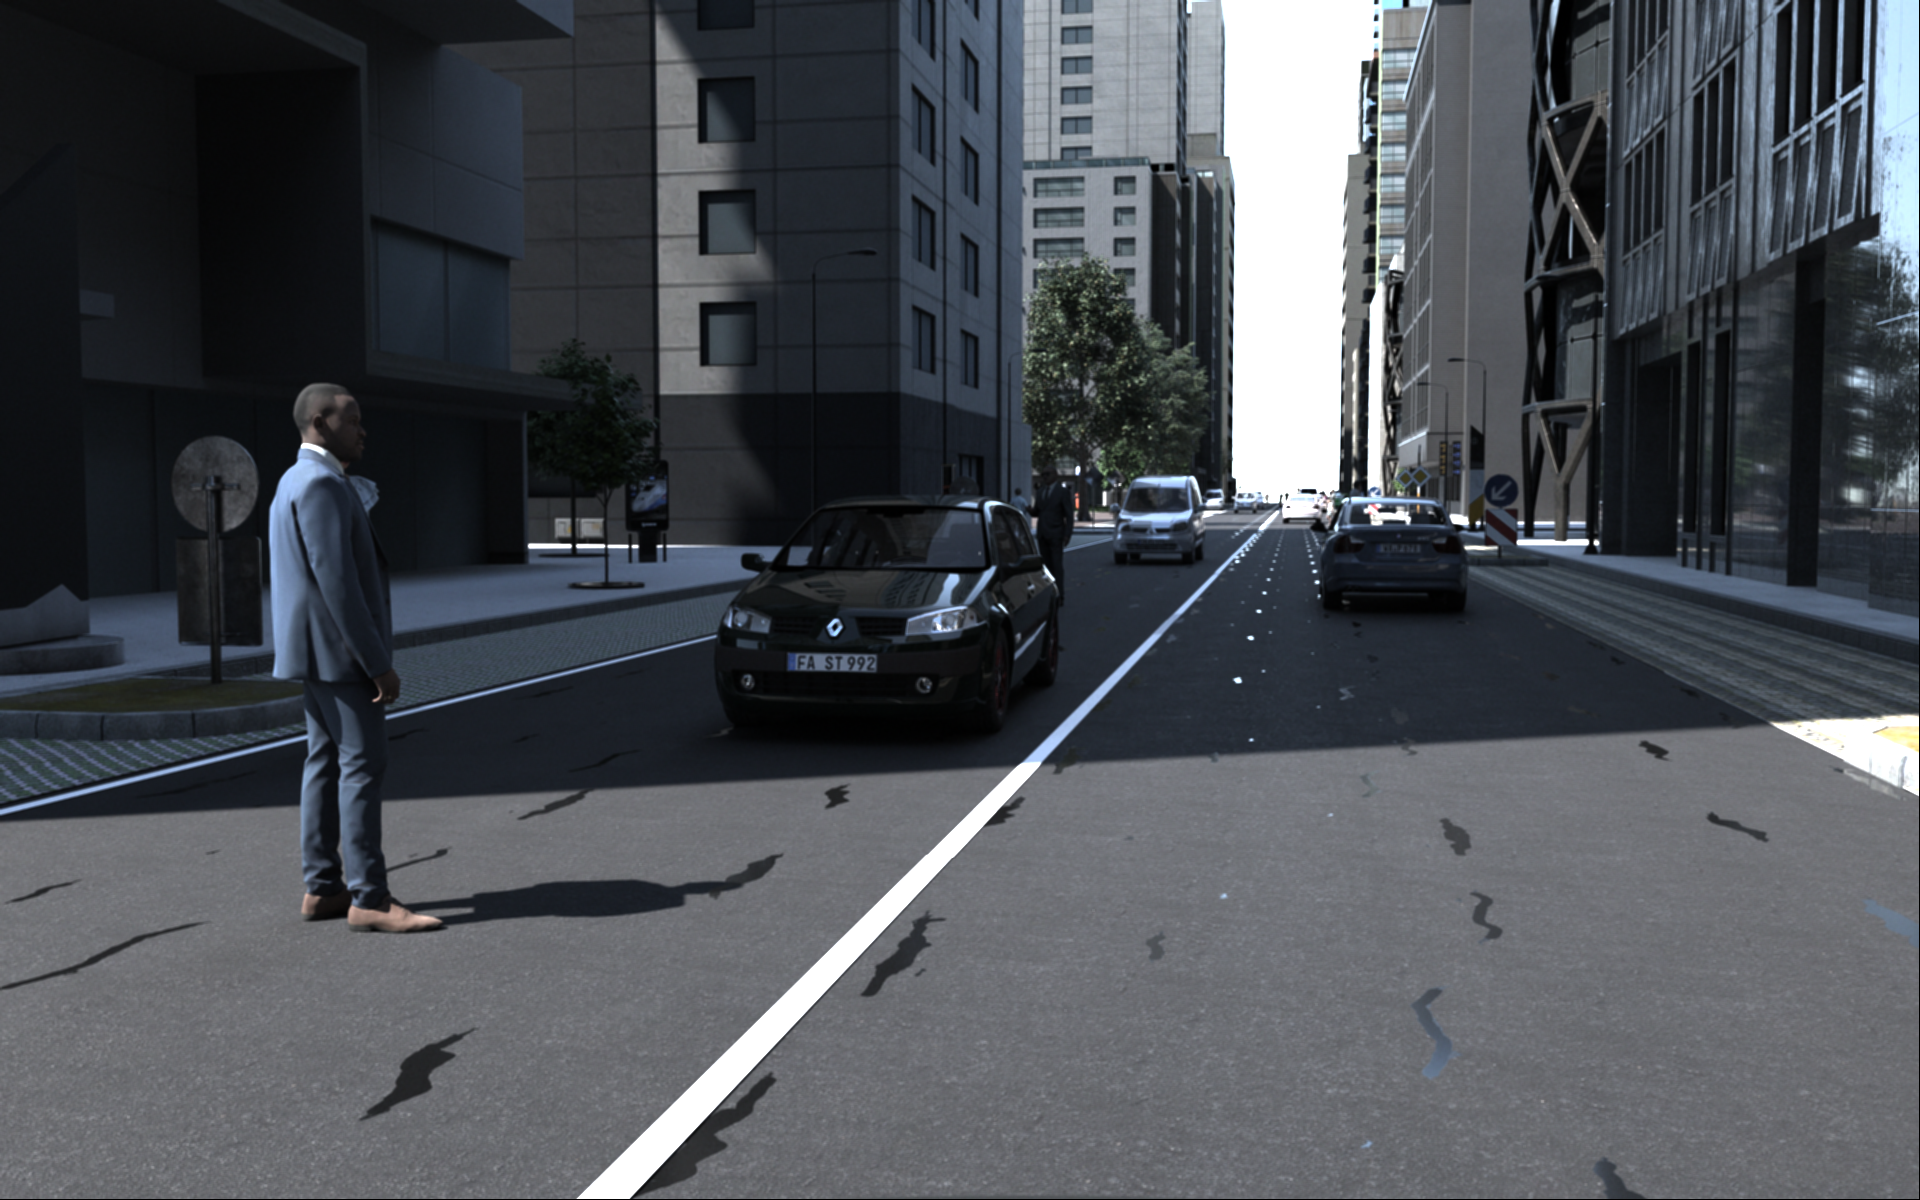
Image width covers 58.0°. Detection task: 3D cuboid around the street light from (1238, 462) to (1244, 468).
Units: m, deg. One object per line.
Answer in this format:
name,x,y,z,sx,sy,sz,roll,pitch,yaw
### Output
street light,43.922,-18.289,271.557,1.470,5.913,1.316,1,4,11

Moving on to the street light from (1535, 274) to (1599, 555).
street light,12.863,-3.923,36.683,1.470,5.913,1.316,1,4,11

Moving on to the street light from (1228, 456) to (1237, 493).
street light,35.197,-15.524,226.354,1.470,5.913,1.316,1,4,11

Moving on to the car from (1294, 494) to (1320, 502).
car,22.965,-6.360,115.787,2.131,1.459,4.920,1,4,11

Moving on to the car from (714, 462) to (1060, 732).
car,-0.360,-0.122,11.787,2.009,1.686,4.222,1,4,10

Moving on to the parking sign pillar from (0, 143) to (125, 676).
parking sign pillar,-7.019,-1.487,12.779,1.447,3.967,1.447,0,4,2

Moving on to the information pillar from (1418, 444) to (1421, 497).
information pillar,21.580,-5.509,81.420,0.183,3.616,0.504,1,4,18

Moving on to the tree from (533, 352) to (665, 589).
tree,-4.788,-1.775,23.619,1.663,3.219,1.824,0,3,0

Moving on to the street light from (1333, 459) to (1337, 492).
street light,47.629,-14.887,215.941,1.470,5.913,1.316,1,4,11

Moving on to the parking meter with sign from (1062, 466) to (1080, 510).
parking meter with sign,6.771,-6.880,108.744,1.738,3.016,0.543,-2,4,-30

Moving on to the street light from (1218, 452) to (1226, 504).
street light,28.239,-13.342,190.680,1.470,5.913,1.316,1,4,11

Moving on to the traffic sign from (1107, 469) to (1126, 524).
traffic sign,6.270,-4.026,69.461,0.795,2.450,0.064,1,4,11

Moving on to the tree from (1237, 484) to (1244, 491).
tree,48.519,-18.712,300.537,1.663,3.219,1.824,0,3,0

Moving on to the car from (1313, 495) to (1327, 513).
car,27.327,-7.414,133.582,2.083,1.381,4.827,1,4,9

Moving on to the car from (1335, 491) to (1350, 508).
car,34.223,-8.976,155.550,1.959,1.807,4.718,1,4,11

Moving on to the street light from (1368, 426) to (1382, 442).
street light,28.667,-8.905,118.132,1.470,5.913,1.316,1,4,11

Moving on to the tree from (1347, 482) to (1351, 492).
tree,50.939,-14.008,223.631,1.663,3.219,1.824,0,3,0

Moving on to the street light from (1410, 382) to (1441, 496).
street light,19.636,-6.081,71.965,1.470,5.913,1.316,1,4,11

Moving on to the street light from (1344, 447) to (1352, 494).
street light,38.758,-12.077,170.004,1.470,5.913,1.316,1,4,11

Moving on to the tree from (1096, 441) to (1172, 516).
tree,9.710,-7.346,103.818,4.285,4.588,4.351,0,3,0

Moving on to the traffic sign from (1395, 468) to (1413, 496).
traffic sign,17.306,-3.894,67.314,0.795,2.450,0.064,1,4,11

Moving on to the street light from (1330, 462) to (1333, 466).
street light,49.961,-15.693,229.113,1.470,5.913,1.316,1,4,11

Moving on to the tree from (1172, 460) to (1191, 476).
tree,16.705,-9.429,137.884,4.285,4.588,4.351,0,3,0

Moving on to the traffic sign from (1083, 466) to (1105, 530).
traffic sign,4.754,-3.546,61.620,0.795,2.450,0.064,1,4,11

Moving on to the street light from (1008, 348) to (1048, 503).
street light,2.112,-5.072,55.472,1.470,5.913,1.316,1,4,11

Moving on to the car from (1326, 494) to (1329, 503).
car,53.500,-14.993,254.914,2.009,1.686,4.222,1,4,11

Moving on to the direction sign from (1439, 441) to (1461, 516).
direction sign,20.991,-5.030,74.242,0.876,3.537,0.379,0,4,7

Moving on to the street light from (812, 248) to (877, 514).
street light,-2.254,-3.698,33.007,1.470,5.913,1.316,1,4,11

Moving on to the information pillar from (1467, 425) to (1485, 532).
information pillar,17.384,-4.094,58.299,0.504,3.616,0.183,1,4,21

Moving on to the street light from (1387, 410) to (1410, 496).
street light,24.327,-7.529,95.642,1.470,5.913,1.316,1,4,11

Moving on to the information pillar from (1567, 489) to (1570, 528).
information pillar,22.908,-3.741,65.662,0.304,2.012,0.304,-3,5,-40

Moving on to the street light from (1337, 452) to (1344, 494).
street light,43.004,-13.453,192.492,1.470,5.913,1.316,1,4,11

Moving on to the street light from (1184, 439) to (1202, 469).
street light,19.384,-10.554,145.095,1.470,5.913,1.316,1,4,11

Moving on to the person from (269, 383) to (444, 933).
person,-2.082,0.177,5.791,0.419,1.800,0.721,-3,5,-40

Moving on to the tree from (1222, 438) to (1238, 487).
tree,32.963,-16.458,219.455,4.360,8.622,3.978,0,3,0

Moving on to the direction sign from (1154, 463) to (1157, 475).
direction sign,13.067,-7.580,115.928,0.379,3.537,0.876,1,4,16

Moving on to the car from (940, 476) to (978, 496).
car,-0.356,-0.573,19.162,2.009,1.686,4.222,1,4,13

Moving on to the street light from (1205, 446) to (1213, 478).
street light,23.905,-11.968,168.209,1.470,5.913,1.316,1,4,11

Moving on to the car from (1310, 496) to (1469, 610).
car,5.634,-0.659,22.784,2.014,1.417,4.499,1,4,11

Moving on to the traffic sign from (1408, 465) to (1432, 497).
traffic sign,15.791,-3.415,59.474,0.795,2.450,0.064,1,4,11

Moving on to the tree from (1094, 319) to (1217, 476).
tree,13.970,-13.353,124.982,9.857,13.997,8.962,0,3,0

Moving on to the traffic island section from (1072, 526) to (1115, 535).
traffic island section,4.729,-2.410,61.686,2.009,0.180,2.903,1,4,11

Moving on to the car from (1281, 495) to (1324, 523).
car,16.947,-4.487,85.725,2.083,1.381,4.827,1,4,12

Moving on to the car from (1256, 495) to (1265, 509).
car,28.373,-9.453,166.924,2.083,1.381,4.827,1,4,10

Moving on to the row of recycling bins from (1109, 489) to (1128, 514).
row of recycling bins,11.343,-6.430,112.238,3.534,1.692,1.069,2,4,26

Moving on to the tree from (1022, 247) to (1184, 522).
tree,5.671,-10.022,80.862,9.611,12.733,9.660,0,3,0

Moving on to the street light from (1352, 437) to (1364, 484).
street light,34.395,-10.703,147.538,1.470,5.913,1.316,1,4,11

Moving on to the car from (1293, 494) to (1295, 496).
car,36.122,-10.723,184.113,1.959,1.807,4.718,1,4,10

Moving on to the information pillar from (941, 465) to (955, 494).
information pillar,-0.291,-2.370,43.246,0.304,2.012,0.304,0,4,8

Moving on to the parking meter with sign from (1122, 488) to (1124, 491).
parking meter with sign,13.093,-8.845,140.882,1.738,3.016,0.543,0,4,-6

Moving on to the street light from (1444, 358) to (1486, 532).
street light,17.315,-5.296,59.132,1.470,5.913,1.316,1,4,11

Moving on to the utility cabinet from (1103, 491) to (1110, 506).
utility cabinet,11.958,-8.002,139.507,0.318,1.500,1.173,3,4,39

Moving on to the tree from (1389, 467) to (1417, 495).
tree,27.052,-6.791,105.638,1.663,3.219,1.824,0,3,0

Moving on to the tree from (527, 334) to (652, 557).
tree,-7.889,-3.176,35.647,4.285,4.588,4.351,0,3,0
